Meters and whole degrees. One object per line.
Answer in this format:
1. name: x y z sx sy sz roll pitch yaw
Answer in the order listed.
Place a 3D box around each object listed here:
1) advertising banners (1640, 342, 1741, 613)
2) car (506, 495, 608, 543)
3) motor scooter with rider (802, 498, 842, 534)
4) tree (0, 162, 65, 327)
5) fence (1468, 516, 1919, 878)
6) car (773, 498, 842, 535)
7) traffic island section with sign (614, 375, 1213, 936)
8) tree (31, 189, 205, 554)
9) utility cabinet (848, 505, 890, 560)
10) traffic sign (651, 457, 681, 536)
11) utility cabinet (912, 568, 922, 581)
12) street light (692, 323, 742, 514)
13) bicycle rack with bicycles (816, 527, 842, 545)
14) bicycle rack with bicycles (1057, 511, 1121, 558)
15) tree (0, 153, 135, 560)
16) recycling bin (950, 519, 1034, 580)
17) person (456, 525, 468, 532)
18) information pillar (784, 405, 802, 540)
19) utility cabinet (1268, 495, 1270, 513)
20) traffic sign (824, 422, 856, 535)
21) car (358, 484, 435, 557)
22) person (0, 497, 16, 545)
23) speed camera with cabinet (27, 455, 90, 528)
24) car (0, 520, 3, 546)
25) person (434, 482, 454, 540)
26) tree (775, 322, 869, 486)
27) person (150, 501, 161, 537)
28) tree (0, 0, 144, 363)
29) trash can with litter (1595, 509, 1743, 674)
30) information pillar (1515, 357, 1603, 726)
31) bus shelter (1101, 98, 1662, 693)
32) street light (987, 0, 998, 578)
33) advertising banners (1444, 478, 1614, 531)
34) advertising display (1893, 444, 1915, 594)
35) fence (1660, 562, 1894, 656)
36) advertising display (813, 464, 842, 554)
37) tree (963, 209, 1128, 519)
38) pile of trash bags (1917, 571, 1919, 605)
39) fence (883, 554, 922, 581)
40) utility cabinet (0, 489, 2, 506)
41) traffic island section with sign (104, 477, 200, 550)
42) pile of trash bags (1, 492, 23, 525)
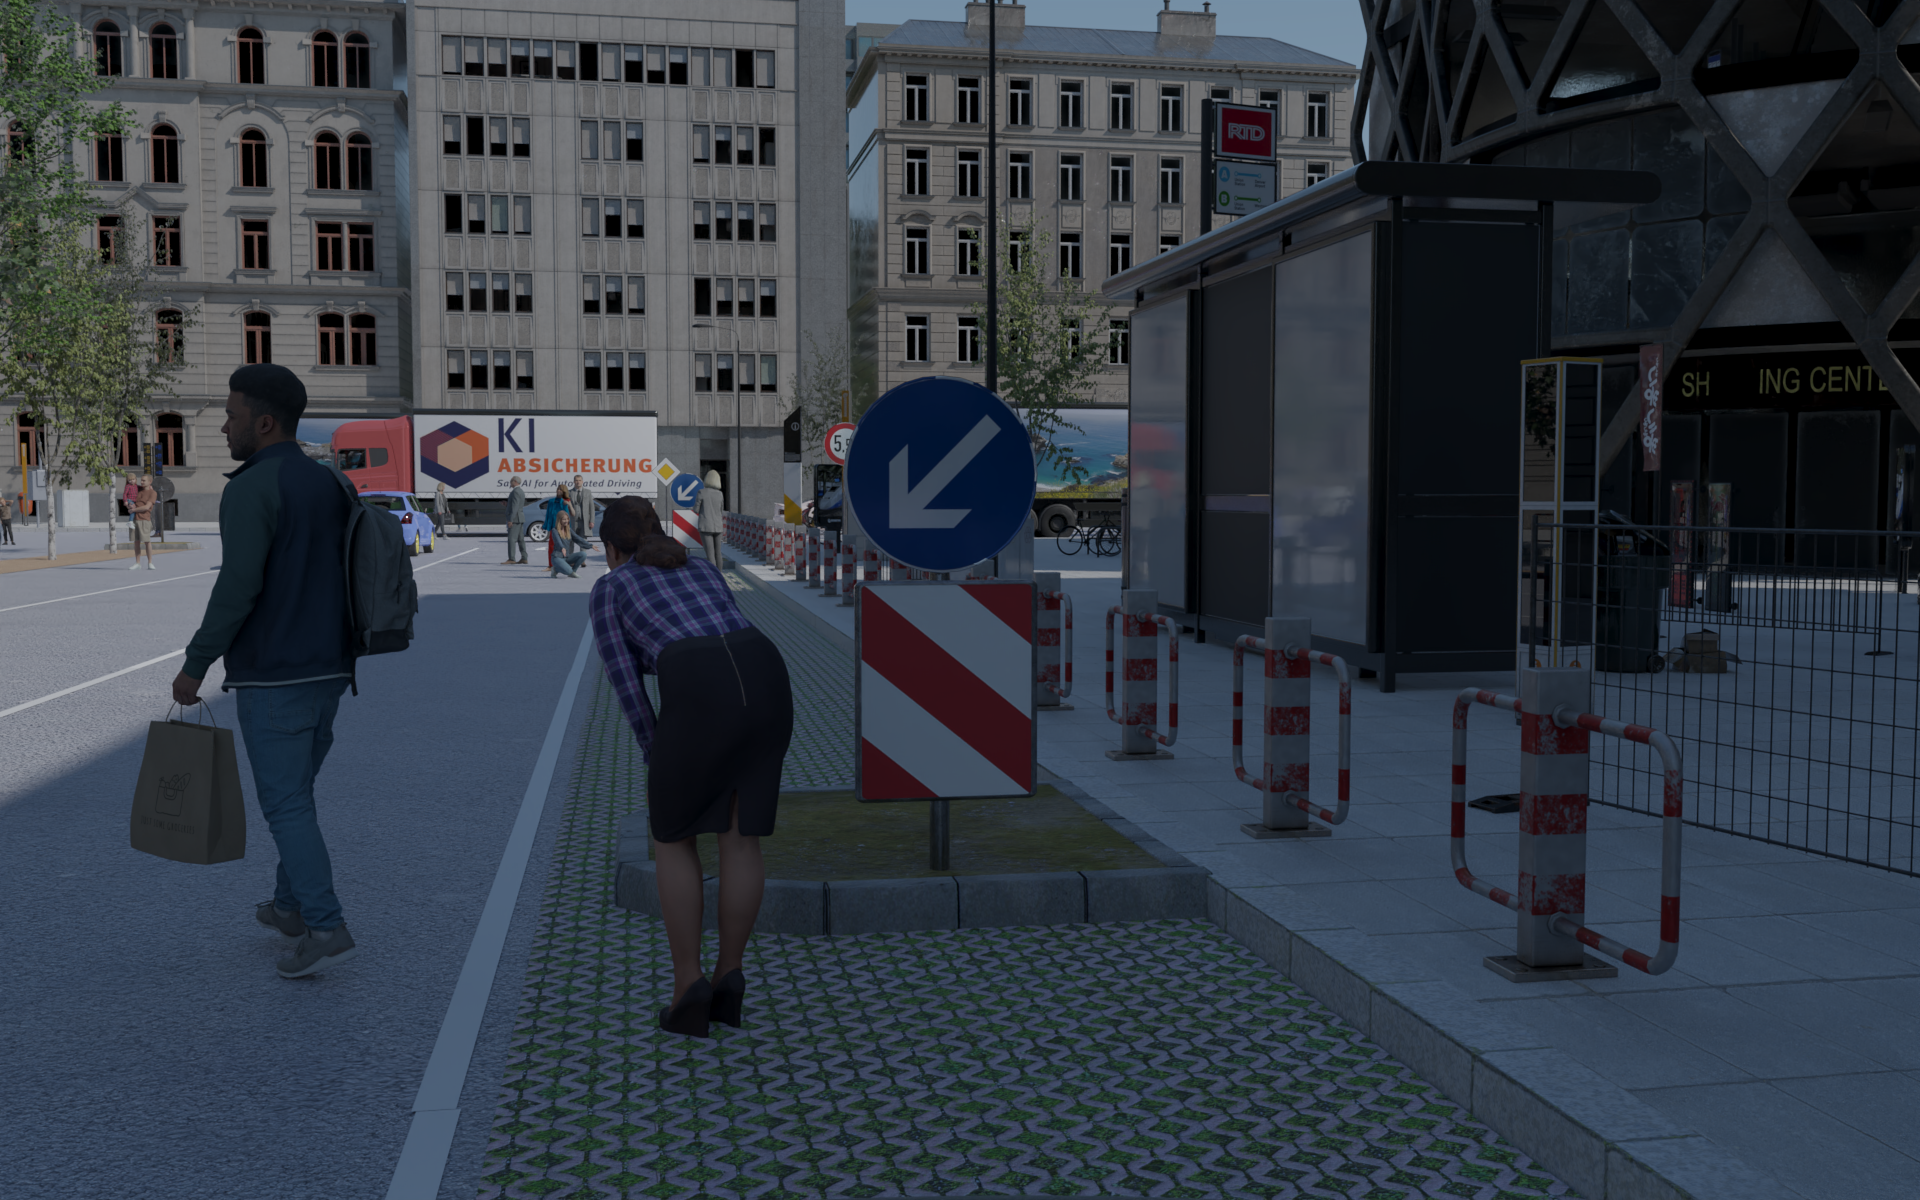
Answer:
1. advertising banners: 8.166 -1.426 19.503 0.090 3.025 2.074 0 4 -8
2. car: -11.348 -2.455 52.143 4.499 1.417 2.014 -1 4 -11
3. motor scooter with rider: -4.873 -3.113 59.857 1.986 1.779 0.876 -1 4 -11
4. tree: -15.743 -6.087 18.982 9.611 12.733 9.660 0 3 0
5. fence: 2.726 0.312 6.105 0.480 1.192 2.264 -1 4 -22
6. car: -4.263 -3.034 61.976 4.827 1.381 2.083 -1 4 -11
7. traffic island section with sign: -0.302 0.126 6.569 1.989 1.847 2.006 -1 4 -11
8. tree: -20.356 -5.423 41.484 4.360 8.622 3.978 0 3 0
9. utility cabinet: -1.618 -1.512 33.395 1.173 1.500 0.318 0 4 6
10. traffic sign: -8.010 -2.667 47.251 0.795 2.450 0.064 -1 4 -11
11. utility cabinet: -0.387 -0.856 25.150 0.306 1.237 1.020 -3 5 -40
12. street light: -6.586 -4.576 47.359 1.470 5.913 1.316 -1 4 -11
13. bicycle rack with bicycles: -2.277 -1.873 44.000 2.925 0.926 2.852 -1 4 -22
14. bicycle rack with bicycles: 3.469 -1.385 36.029 2.925 0.926 2.852 0 4 -1
15. tree: -19.520 -5.144 36.920 4.737 8.622 4.395 0 3 0
16. recycling bin: 0.292 -0.317 17.741 0.722 1.027 0.722 2 4 30
17. person: -18.981 -3.477 66.015 0.598 1.740 0.731 3 4 36
18. information pillar: -4.413 -3.335 45.875 0.504 3.616 0.183 1 4 12
19. utility cabinet: 5.165 -1.040 25.683 1.173 1.500 0.318 2 4 34
20. traffic sign: -2.035 -1.881 30.867 0.768 2.556 0.104 0 4 -3
21. car: -13.465 -1.913 40.870 1.945 1.707 3.694 -1 4 -9
22. person: -26.831 -2.223 48.748 0.435 1.345 0.340 -2 4 -24
23. speed camera with cabinet: -34.584 -4.408 66.407 0.660 3.252 2.038 3 5 41
24. car: -22.518 -1.588 37.966 2.014 1.417 4.499 -1 4 -11
25. person: -16.318 -2.804 54.534 0.728 1.800 0.709 1 4 14
26. tree: -5.804 -7.567 74.084 4.360 8.622 3.978 0 3 0
27. person: -26.672 -2.986 57.186 0.599 1.838 0.709 -1 4 -17
28. tree: -18.157 -6.197 29.536 9.928 11.665 9.643 0 3 0
29. trash can with litter: 5.069 -0.073 12.586 1.055 1.170 0.624 0 4 1
30. information pillar: 3.275 -0.305 9.487 0.304 2.012 0.304 -2 4 -26
31. bus shelter: 2.720 -2.307 15.346 2.179 5.291 8.768 -1 4 -11
32. street light: -0.271 -2.541 14.090 1.470 5.913 1.316 -1 4 -11
33. advertising banners: 4.646 -1.148 14.950 0.090 3.025 2.074 -3 5 -42
34. advertising display: 12.319 -1.065 22.621 0.123 1.923 0.974 1 4 23
35. fence: 6.752 0.047 14.599 0.278 0.683 2.069 -3 4 -37
36. advertising display: -2.740 -1.962 37.288 0.974 1.923 0.123 -3 5 -44
37. tree: 1.886 -5.767 44.656 4.737 8.622 4.395 0 3 0
38. pile of trash bags: 12.629 -0.575 19.153 3.447 1.369 1.912 1 4 17
39. fence: -0.494 -0.445 22.658 0.278 0.683 2.069 3 5 42
40. utility cabinet: -40.952 -3.947 73.216 1.173 1.500 0.318 2 4 34
41. traffic island section with sign: -20.966 -2.263 45.140 2.006 1.907 1.989 -1 4 -11
42. pile of trash bags: -39.572 -3.726 70.665 1.912 1.369 3.447 2 4 35
